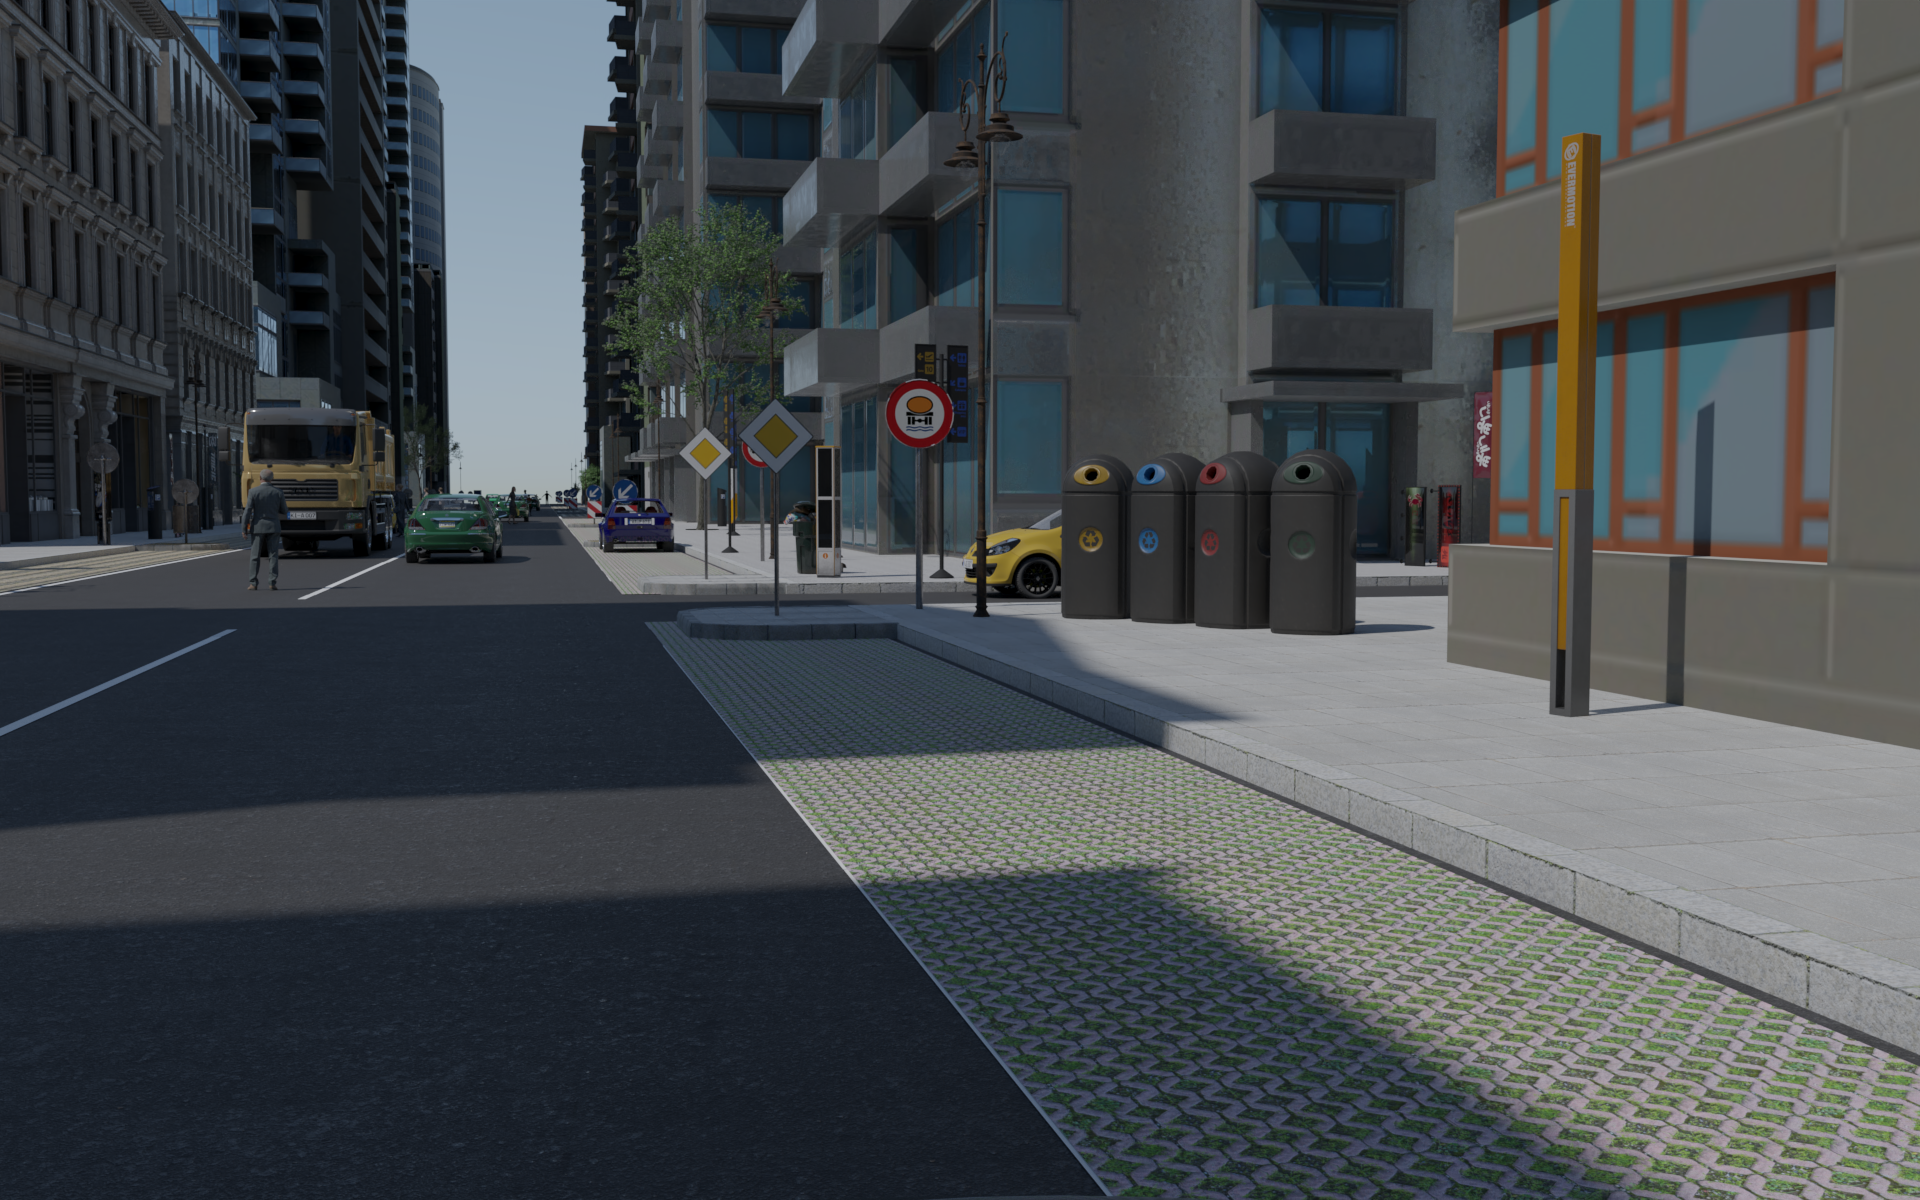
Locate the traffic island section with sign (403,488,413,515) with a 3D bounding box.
[{"bbox_3d":[-38.179,-6.809,119.959,1.989,1.847,2.006,-1,4,-14],"label":"traffic island section with sign"}]

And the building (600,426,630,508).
[{"bbox_3d":[-21.523,-51.737,158.576,22.319,86.520,31.000,-1,4,-14],"label":"building"}]

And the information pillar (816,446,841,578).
[{"bbox_3d":[-2.015,-1.351,26.577,0.304,2.012,0.304,1,4,17],"label":"information pillar"}]

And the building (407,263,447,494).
[{"bbox_3d":[-71.057,-26.990,212.981,14.160,30.474,14.107,-1,4,-14],"label":"building"}]

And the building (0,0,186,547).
[{"bbox_3d":[-27.867,-11.633,41.105,10.553,20.767,40.483,-1,4,-14],"label":"building"}]

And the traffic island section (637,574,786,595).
[{"bbox_3d":[-3.792,-0.230,26.045,2.009,0.180,2.903,-1,4,-14],"label":"traffic island section"}]

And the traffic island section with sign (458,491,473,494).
[{"bbox_3d":[-57.776,-11.759,200.893,1.989,1.847,2.006,-1,4,-14],"label":"traffic island section with sign"}]

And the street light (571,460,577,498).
[{"bbox_3d":[-49.139,-15.219,221.624,0.468,5.910,1.993,-1,4,-14],"label":"street light"}]

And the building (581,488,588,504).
[{"bbox_3d":[-34.519,-33.061,232.427,32.217,40.220,23.993,-1,4,-14],"label":"building"}]

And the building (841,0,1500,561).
[{"bbox_3d":[10.742,-25.879,42.723,30.456,49.044,23.786,-1,4,-14],"label":"building"}]

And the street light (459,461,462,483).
[{"bbox_3d":[-70.251,-16.569,243.694,0.468,5.910,1.993,-1,4,-14],"label":"street light"}]

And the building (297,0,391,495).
[{"bbox_3d":[-56.271,-31.160,133.160,21.300,48.544,21.600,-1,4,-14],"label":"building"}]

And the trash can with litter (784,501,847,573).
[{"bbox_3d":[-2.328,-1.022,28.103,0.624,1.170,1.055,2,4,29],"label":"trash can with litter"}]

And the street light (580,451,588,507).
[{"bbox_3d":[-37.518,-12.276,173.508,0.468,5.910,1.993,-1,4,-14],"label":"street light"}]

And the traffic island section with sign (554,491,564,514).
[{"bbox_3d":[-27.531,-6.973,122.642,1.989,1.847,2.006,-1,4,-14],"label":"traffic island section with sign"}]

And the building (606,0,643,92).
[{"bbox_3d":[-14.844,-29.076,130.012,22.147,44.769,28.867,-1,4,-14],"label":"building"}]

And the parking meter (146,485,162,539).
[{"bbox_3d":[-22.912,-2.499,49.267,0.372,1.533,0.369,0,3,0],"label":"parking meter"}]

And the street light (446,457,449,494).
[{"bbox_3d":[-62.535,-14.601,211.507,0.468,5.910,1.993,-1,4,-14],"label":"street light"}]

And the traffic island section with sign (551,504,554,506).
[{"bbox_3d":[-33.878,-8.576,148.842,1.989,1.847,2.006,-1,4,-14],"label":"traffic island section with sign"}]

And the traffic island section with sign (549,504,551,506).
[{"bbox_3d":[-47.109,-11.915,203.439,1.989,1.847,2.006,-1,4,-14],"label":"traffic island section with sign"}]

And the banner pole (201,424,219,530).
[{"bbox_3d":[-26.865,-4.408,62.089,0.401,3.779,0.863,1,4,16],"label":"banner pole"}]

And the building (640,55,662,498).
[{"bbox_3d":[-12.942,-20.619,108.814,14.160,30.474,14.107,-1,4,-14],"label":"building"}]

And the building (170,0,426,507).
[{"bbox_3d":[-70.213,-53.556,188.314,22.319,86.520,31.000,-1,4,-14],"label":"building"}]

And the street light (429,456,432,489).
[{"bbox_3d":[-54.513,-12.583,178.514,0.468,5.910,1.993,-1,4,-14],"label":"street light"}]

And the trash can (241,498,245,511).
[{"bbox_3d":[-27.041,-3.327,66.055,0.748,1.137,0.748,0,3,0],"label":"trash can"}]

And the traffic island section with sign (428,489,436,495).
[{"bbox_3d":[-44.689,-8.455,146.859,1.989,1.847,2.006,-1,4,-14],"label":"traffic island section with sign"}]

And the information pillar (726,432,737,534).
[{"bbox_3d":[-7.209,-3.882,54.830,0.183,3.616,0.504,-2,4,-35],"label":"information pillar"}]

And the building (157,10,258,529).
[{"bbox_3d":[-34.879,-13.507,69.988,9.793,20.994,18.267,-1,4,-14],"label":"building"}]

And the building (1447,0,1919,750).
[{"bbox_3d":[20.546,-9.586,1.778,27.650,21.520,28.899,-1,4,-14],"label":"building"}]

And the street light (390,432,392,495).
[{"bbox_3d":[-42.680,-9.615,129.988,0.468,5.910,1.993,-1,4,-14],"label":"street light"}]

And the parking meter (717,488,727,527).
[{"bbox_3d":[-9.391,-3.666,68.350,0.372,1.533,0.369,0,3,0],"label":"parking meter"}]

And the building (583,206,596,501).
[{"bbox_3d":[-46.759,-36.651,249.347,14.600,45.320,14.200,-1,4,-14],"label":"building"}]

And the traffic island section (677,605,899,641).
[{"bbox_3d":[-1.913,0.244,18.284,2.009,0.180,2.903,-1,4,-14],"label":"traffic island section"}]

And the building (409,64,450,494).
[{"bbox_3d":[-80.561,-42.238,232.596,21.231,58.520,28.212,-1,4,-14],"label":"building"}]

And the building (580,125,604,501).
[{"bbox_3d":[-33.384,-33.688,205.421,22.147,44.769,28.867,-1,4,-14],"label":"building"}]

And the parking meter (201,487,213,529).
[{"bbox_3d":[-27.525,-3.359,63.329,0.372,1.533,0.369,0,3,0],"label":"parking meter"}]

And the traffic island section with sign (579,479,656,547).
[{"bbox_3d":[-9.254,-2.358,47.187,1.989,1.847,2.006,-1,4,-14],"label":"traffic island section with sign"}]

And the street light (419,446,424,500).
[{"bbox_3d":[-50.574,-11.609,162.586,0.468,5.910,1.993,-1,4,-14],"label":"street light"}]

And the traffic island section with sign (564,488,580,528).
[{"bbox_3d":[-15.799,-4.011,74.206,1.989,1.847,2.006,-1,4,-14],"label":"traffic island section with sign"}]

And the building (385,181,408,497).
[{"bbox_3d":[-56.814,-23.267,152.120,14.160,30.474,14.107,-1,4,-14],"label":"building"}]

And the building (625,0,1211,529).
[{"bbox_3d":[-4.465,-28.544,86.303,23.786,49.044,30.456,-1,4,-14],"label":"building"}]

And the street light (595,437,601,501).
[{"bbox_3d":[-29.514,-10.295,141.108,0.468,5.910,1.993,-1,4,-14],"label":"street light"}]

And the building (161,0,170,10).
[{"bbox_3d":[-50.001,-48.535,106.214,22.319,86.520,31.000,-1,4,-14],"label":"building"}]

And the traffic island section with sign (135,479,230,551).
[{"bbox_3d":[-19.847,-2.183,44.316,1.989,1.847,2.006,-1,4,-14],"label":"traffic island section with sign"}]
